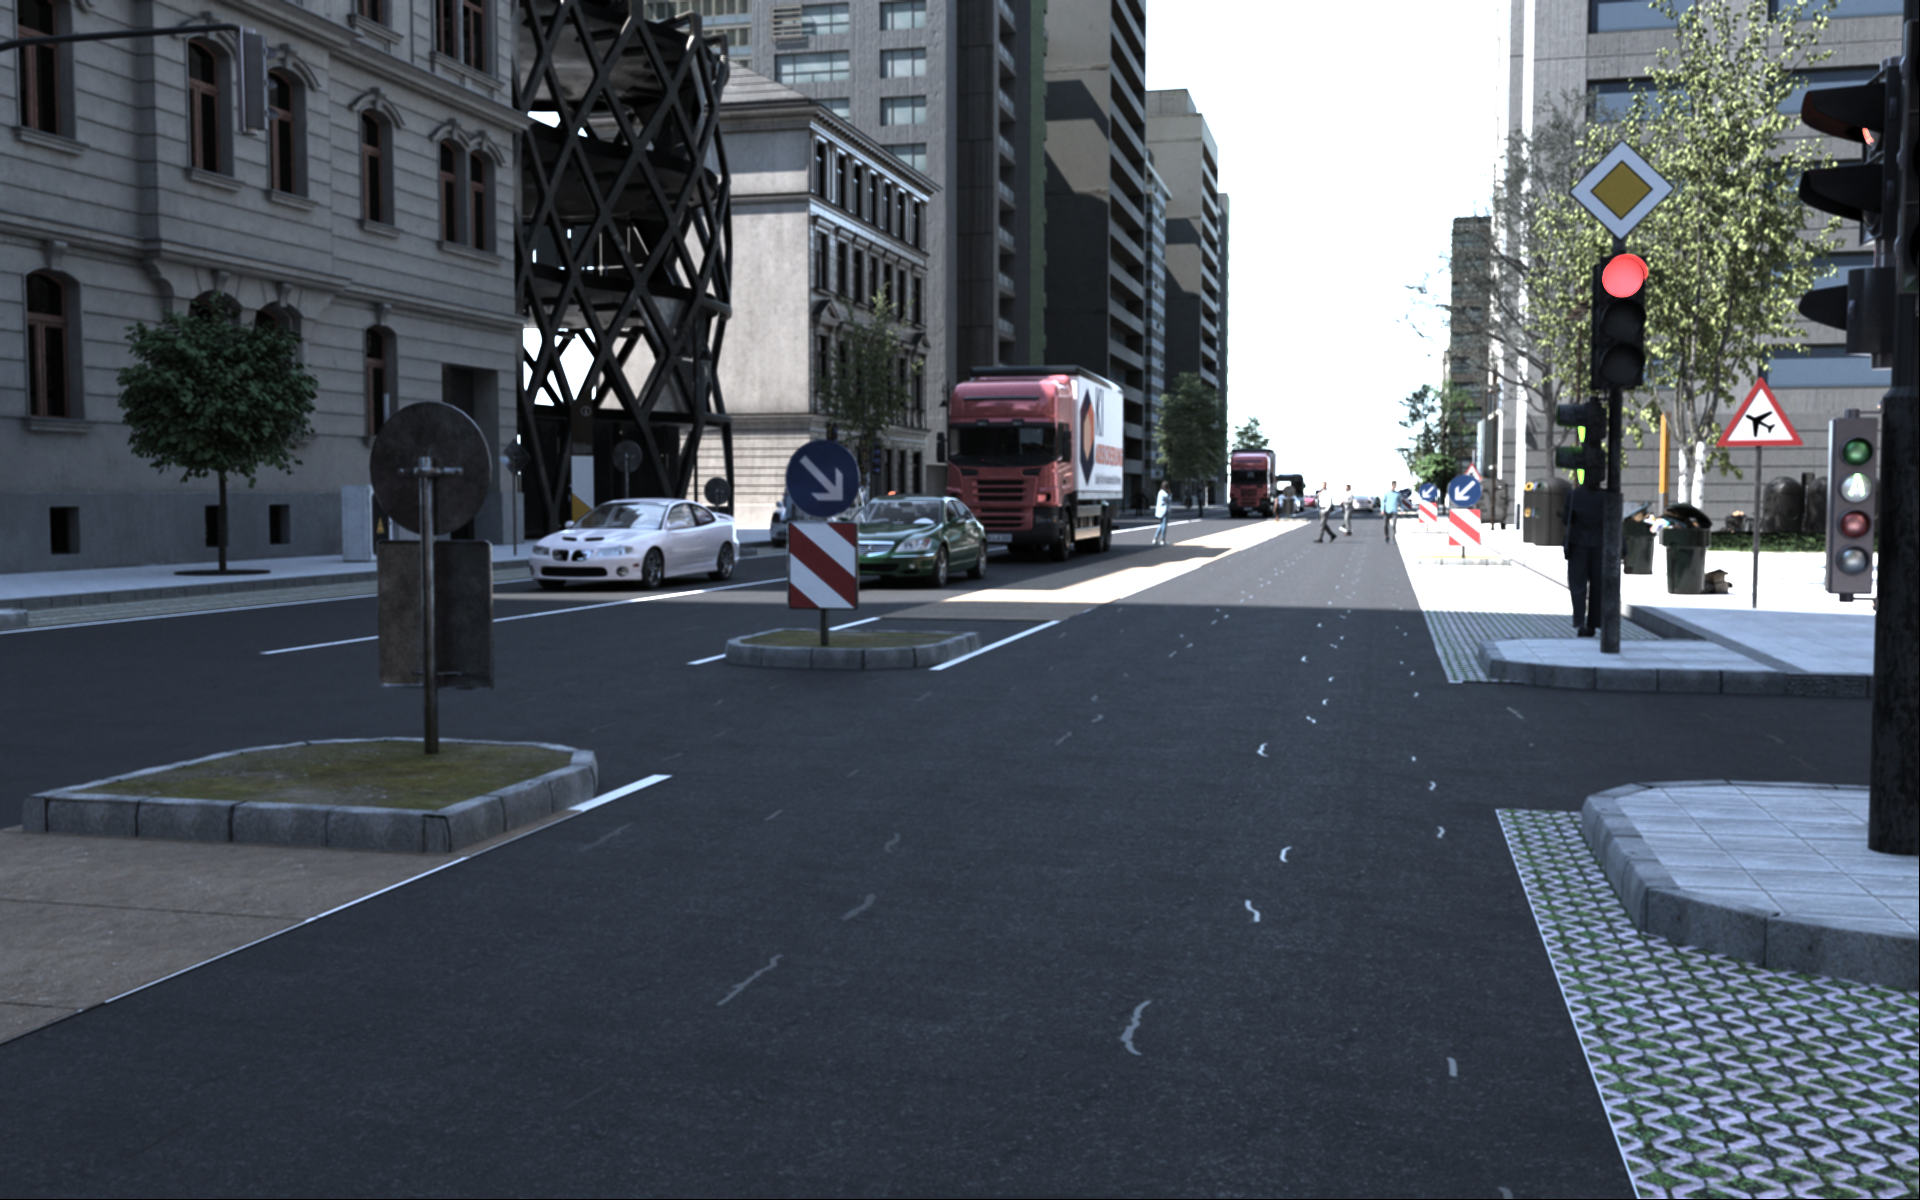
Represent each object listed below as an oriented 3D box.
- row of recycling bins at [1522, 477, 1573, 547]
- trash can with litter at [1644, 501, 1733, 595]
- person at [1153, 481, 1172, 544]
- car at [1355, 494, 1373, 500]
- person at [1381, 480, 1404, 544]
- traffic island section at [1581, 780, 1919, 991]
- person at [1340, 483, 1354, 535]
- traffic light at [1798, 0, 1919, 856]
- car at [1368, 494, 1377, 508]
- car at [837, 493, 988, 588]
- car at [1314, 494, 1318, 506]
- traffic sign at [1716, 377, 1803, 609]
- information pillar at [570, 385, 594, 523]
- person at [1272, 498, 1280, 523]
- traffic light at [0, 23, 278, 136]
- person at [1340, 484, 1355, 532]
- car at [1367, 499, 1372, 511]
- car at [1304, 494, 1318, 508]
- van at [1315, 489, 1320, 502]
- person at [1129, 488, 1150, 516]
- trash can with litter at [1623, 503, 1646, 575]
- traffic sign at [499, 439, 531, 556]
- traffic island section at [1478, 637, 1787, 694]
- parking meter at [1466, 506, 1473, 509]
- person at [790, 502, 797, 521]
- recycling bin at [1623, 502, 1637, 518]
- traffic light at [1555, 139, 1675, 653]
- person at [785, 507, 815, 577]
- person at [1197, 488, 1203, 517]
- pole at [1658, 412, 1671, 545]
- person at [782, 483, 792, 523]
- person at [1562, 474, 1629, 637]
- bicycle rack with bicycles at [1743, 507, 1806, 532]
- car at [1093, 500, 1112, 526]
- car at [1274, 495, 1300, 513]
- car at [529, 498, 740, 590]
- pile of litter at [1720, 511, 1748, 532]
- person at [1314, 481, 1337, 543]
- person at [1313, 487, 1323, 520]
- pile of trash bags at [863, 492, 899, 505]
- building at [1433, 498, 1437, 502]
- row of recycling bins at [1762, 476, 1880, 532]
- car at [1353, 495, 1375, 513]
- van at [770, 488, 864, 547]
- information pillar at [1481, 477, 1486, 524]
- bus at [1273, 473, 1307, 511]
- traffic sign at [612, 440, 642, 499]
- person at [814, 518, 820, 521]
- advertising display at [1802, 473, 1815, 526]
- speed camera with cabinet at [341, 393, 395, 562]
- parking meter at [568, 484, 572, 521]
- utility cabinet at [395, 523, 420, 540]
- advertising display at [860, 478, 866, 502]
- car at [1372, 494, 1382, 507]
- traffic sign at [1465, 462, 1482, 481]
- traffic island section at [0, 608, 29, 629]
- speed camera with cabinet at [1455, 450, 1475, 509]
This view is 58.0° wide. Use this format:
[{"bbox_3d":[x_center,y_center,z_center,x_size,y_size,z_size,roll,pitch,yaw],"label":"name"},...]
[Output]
[{"bbox_3d":[14.881,-2.242,43.765,1.069,1.692,3.534,1,4,12],"label":"row of recycling bins"},{"bbox_3d":[9.439,-0.666,22.277,1.055,1.170,0.624,-2,4,-34],"label":"trash can with litter"},{"bbox_3d":[5.776,-2.482,49.353,0.793,1.790,0.793,3,5,44],"label":"person"},{"bbox_3d":[36.271,-8.972,156.482,2.009,1.686,4.222,1,4,13],"label":"car"},{"bbox_3d":[12.534,-2.559,50.206,0.638,1.841,0.748,1,4,16],"label":"person"},{"bbox_3d":[3.399,0.980,6.256,2.009,0.180,2.903,1,4,14],"label":"traffic island section"},{"bbox_3d":[13.402,-3.153,60.246,0.583,1.804,0.606,-1,4,-21],"label":"person"},{"bbox_3d":[1.308,-1.947,6.504,4.771,5.953,1.251,1,4,14],"label":"traffic light"},{"bbox_3d":[42.026,-10.196,178.712,2.014,1.417,4.499,1,4,12],"label":"car"},{"bbox_3d":[-0.798,-1.003,28.198,2.131,1.459,4.920,1,4,13],"label":"car"},{"bbox_3d":[42.583,-12.345,210.638,1.959,1.807,4.718,1,4,15],"label":"car"},{"bbox_3d":[8.907,-1.183,19.342,0.884,2.594,0.081,1,4,22],"label":"traffic sign"},{"bbox_3d":[-8.134,-2.815,37.387,0.504,3.616,0.183,-1,4,-15],"label":"information pillar"},{"bbox_3d":[15.792,-4.488,86.552,0.373,1.253,0.362,2,4,31],"label":"person"},{"bbox_3d":[-9.140,-2.614,17.411,4.771,5.953,1.251,1,4,14],"label":"traffic light"},{"bbox_3d":[14.833,-3.544,66.456,0.620,1.820,0.660,3,4,38],"label":"person"},{"bbox_3d":[33.724,-8.183,146.151,2.083,1.381,4.827,1,4,13],"label":"car"},{"bbox_3d":[34.828,-10.069,173.668,2.155,1.783,4.494,1,4,13],"label":"car"},{"bbox_3d":[45.716,-13.087,218.360,2.240,2.365,5.245,1,4,16],"label":"van"},{"bbox_3d":[11.587,-6.325,111.931,1.348,1.821,0.705,0,4,-5],"label":"person"},{"bbox_3d":[10.553,-0.991,27.589,1.055,1.170,0.624,2,4,24],"label":"trash can with litter"},{"bbox_3d":[-9.274,-2.132,36.051,0.795,2.450,0.064,1,4,22],"label":"traffic sign"},{"bbox_3d":[5.282,0.505,14.017,2.009,0.180,2.903,1,4,14],"label":"traffic island section"},{"bbox_3d":[20.021,-3.658,68.214,0.372,1.533,0.369,0,3,0],"label":"parking meter"},{"bbox_3d":[-3.114,-1.576,34.395,0.709,1.813,0.853,2,4,26],"label":"person"},{"bbox_3d":[21.488,-2.677,56.323,0.722,1.027,0.722,-1,4,-8],"label":"recycling bin"},{"bbox_3d":[5.246,-1.528,13.912,0.839,4.253,0.868,1,4,14],"label":"traffic light"},{"bbox_3d":[-2.563,-1.178,28.112,0.624,1.780,0.694,-1,4,-17],"label":"person"},{"bbox_3d":[15.334,-6.241,110.622,0.705,1.814,1.350,0,3,0],"label":"person"},{"bbox_3d":[17.583,-3.021,43.233,0.158,3.312,0.155,0,3,0],"label":"pole"},{"bbox_3d":[-4.155,-2.134,43.649,0.793,1.790,0.793,0,4,8],"label":"person"},{"bbox_3d":[6.107,-0.478,16.729,0.576,1.772,0.534,0,4,-5],"label":"person"},{"bbox_3d":[22.839,-2.093,47.606,2.925,0.926,2.852,-1,4,-13],"label":"bicycle rack with bicycles"},{"bbox_3d":[4.955,-3.545,69.756,2.131,1.459,4.920,1,4,15],"label":"car"},{"bbox_3d":[25.160,-7.407,133.467,2.083,1.381,4.827,1,4,14],"label":"car"},{"bbox_3d":[-5.086,-0.933,27.614,2.083,1.381,4.827,1,4,15],"label":"car"},{"bbox_3d":[19.796,-1.874,44.610,1.176,0.858,1.719,-1,4,-9],"label":"pile of litter"},{"bbox_3d":[10.822,-2.616,51.378,0.850,1.850,0.679,-1,4,-21],"label":"person"},{"bbox_3d":[20.246,-5.404,96.945,0.705,1.814,1.350,-3,5,-39],"label":"person"},{"bbox_3d":[-3.207,-3.467,66.444,1.912,1.369,3.447,2,4,25],"label":"pile of trash bags"},{"bbox_3d":[78.069,-32.621,225.241,32.217,40.220,23.993,1,4,14],"label":"building"},{"bbox_3d":[20.634,-2.030,40.302,3.534,1.692,1.069,1,4,15],"label":"row of recycling bins"},{"bbox_3d":[31.199,-7.491,134.832,2.083,1.381,4.827,1,4,14],"label":"car"},{"bbox_3d":[-3.876,-2.470,47.400,2.013,2.044,4.112,1,4,13],"label":"van"},{"bbox_3d":[22.180,-4.241,73.829,0.304,2.012,0.304,-3,5,-44],"label":"information pillar"},{"bbox_3d":[27.983,-9.318,147.215,2.948,3.499,13.247,1,4,12],"label":"bus"},{"bbox_3d":[-7.880,-2.498,40.944,0.768,2.556,0.104,1,4,18],"label":"traffic sign"},{"bbox_3d":[-2.975,-1.635,35.802,0.524,1.755,0.480,3,4,36],"label":"person"},{"bbox_3d":[25.599,-2.881,52.312,0.123,1.923,0.974,3,5,40],"label":"advertising display"},{"bbox_3d":[-11.198,-2.391,33.435,0.660,3.252,2.038,1,4,8],"label":"speed camera with cabinet"},{"bbox_3d":[-9.304,-2.056,42.019,0.372,1.533,0.369,0,3,0],"label":"parking meter"},{"bbox_3d":[-11.719,-1.557,36.612,0.306,1.237,1.020,1,4,13],"label":"utility cabinet"},{"bbox_3d":[-4.103,-4.021,70.952,0.974,1.923,0.123,-3,4,-37],"label":"advertising display"},{"bbox_3d":[44.910,-10.801,188.386,2.131,1.459,4.920,1,4,15],"label":"car"},{"bbox_3d":[20.882,-4.326,70.732,0.884,2.594,0.081,1,4,14],"label":"traffic sign"},{"bbox_3d":[-11.230,0.261,18.014,2.009,0.180,2.903,1,4,14],"label":"traffic island section"},{"bbox_3d":[23.015,-5.162,78.734,0.660,3.252,2.038,0,4,5],"label":"speed camera with cabinet"}]
